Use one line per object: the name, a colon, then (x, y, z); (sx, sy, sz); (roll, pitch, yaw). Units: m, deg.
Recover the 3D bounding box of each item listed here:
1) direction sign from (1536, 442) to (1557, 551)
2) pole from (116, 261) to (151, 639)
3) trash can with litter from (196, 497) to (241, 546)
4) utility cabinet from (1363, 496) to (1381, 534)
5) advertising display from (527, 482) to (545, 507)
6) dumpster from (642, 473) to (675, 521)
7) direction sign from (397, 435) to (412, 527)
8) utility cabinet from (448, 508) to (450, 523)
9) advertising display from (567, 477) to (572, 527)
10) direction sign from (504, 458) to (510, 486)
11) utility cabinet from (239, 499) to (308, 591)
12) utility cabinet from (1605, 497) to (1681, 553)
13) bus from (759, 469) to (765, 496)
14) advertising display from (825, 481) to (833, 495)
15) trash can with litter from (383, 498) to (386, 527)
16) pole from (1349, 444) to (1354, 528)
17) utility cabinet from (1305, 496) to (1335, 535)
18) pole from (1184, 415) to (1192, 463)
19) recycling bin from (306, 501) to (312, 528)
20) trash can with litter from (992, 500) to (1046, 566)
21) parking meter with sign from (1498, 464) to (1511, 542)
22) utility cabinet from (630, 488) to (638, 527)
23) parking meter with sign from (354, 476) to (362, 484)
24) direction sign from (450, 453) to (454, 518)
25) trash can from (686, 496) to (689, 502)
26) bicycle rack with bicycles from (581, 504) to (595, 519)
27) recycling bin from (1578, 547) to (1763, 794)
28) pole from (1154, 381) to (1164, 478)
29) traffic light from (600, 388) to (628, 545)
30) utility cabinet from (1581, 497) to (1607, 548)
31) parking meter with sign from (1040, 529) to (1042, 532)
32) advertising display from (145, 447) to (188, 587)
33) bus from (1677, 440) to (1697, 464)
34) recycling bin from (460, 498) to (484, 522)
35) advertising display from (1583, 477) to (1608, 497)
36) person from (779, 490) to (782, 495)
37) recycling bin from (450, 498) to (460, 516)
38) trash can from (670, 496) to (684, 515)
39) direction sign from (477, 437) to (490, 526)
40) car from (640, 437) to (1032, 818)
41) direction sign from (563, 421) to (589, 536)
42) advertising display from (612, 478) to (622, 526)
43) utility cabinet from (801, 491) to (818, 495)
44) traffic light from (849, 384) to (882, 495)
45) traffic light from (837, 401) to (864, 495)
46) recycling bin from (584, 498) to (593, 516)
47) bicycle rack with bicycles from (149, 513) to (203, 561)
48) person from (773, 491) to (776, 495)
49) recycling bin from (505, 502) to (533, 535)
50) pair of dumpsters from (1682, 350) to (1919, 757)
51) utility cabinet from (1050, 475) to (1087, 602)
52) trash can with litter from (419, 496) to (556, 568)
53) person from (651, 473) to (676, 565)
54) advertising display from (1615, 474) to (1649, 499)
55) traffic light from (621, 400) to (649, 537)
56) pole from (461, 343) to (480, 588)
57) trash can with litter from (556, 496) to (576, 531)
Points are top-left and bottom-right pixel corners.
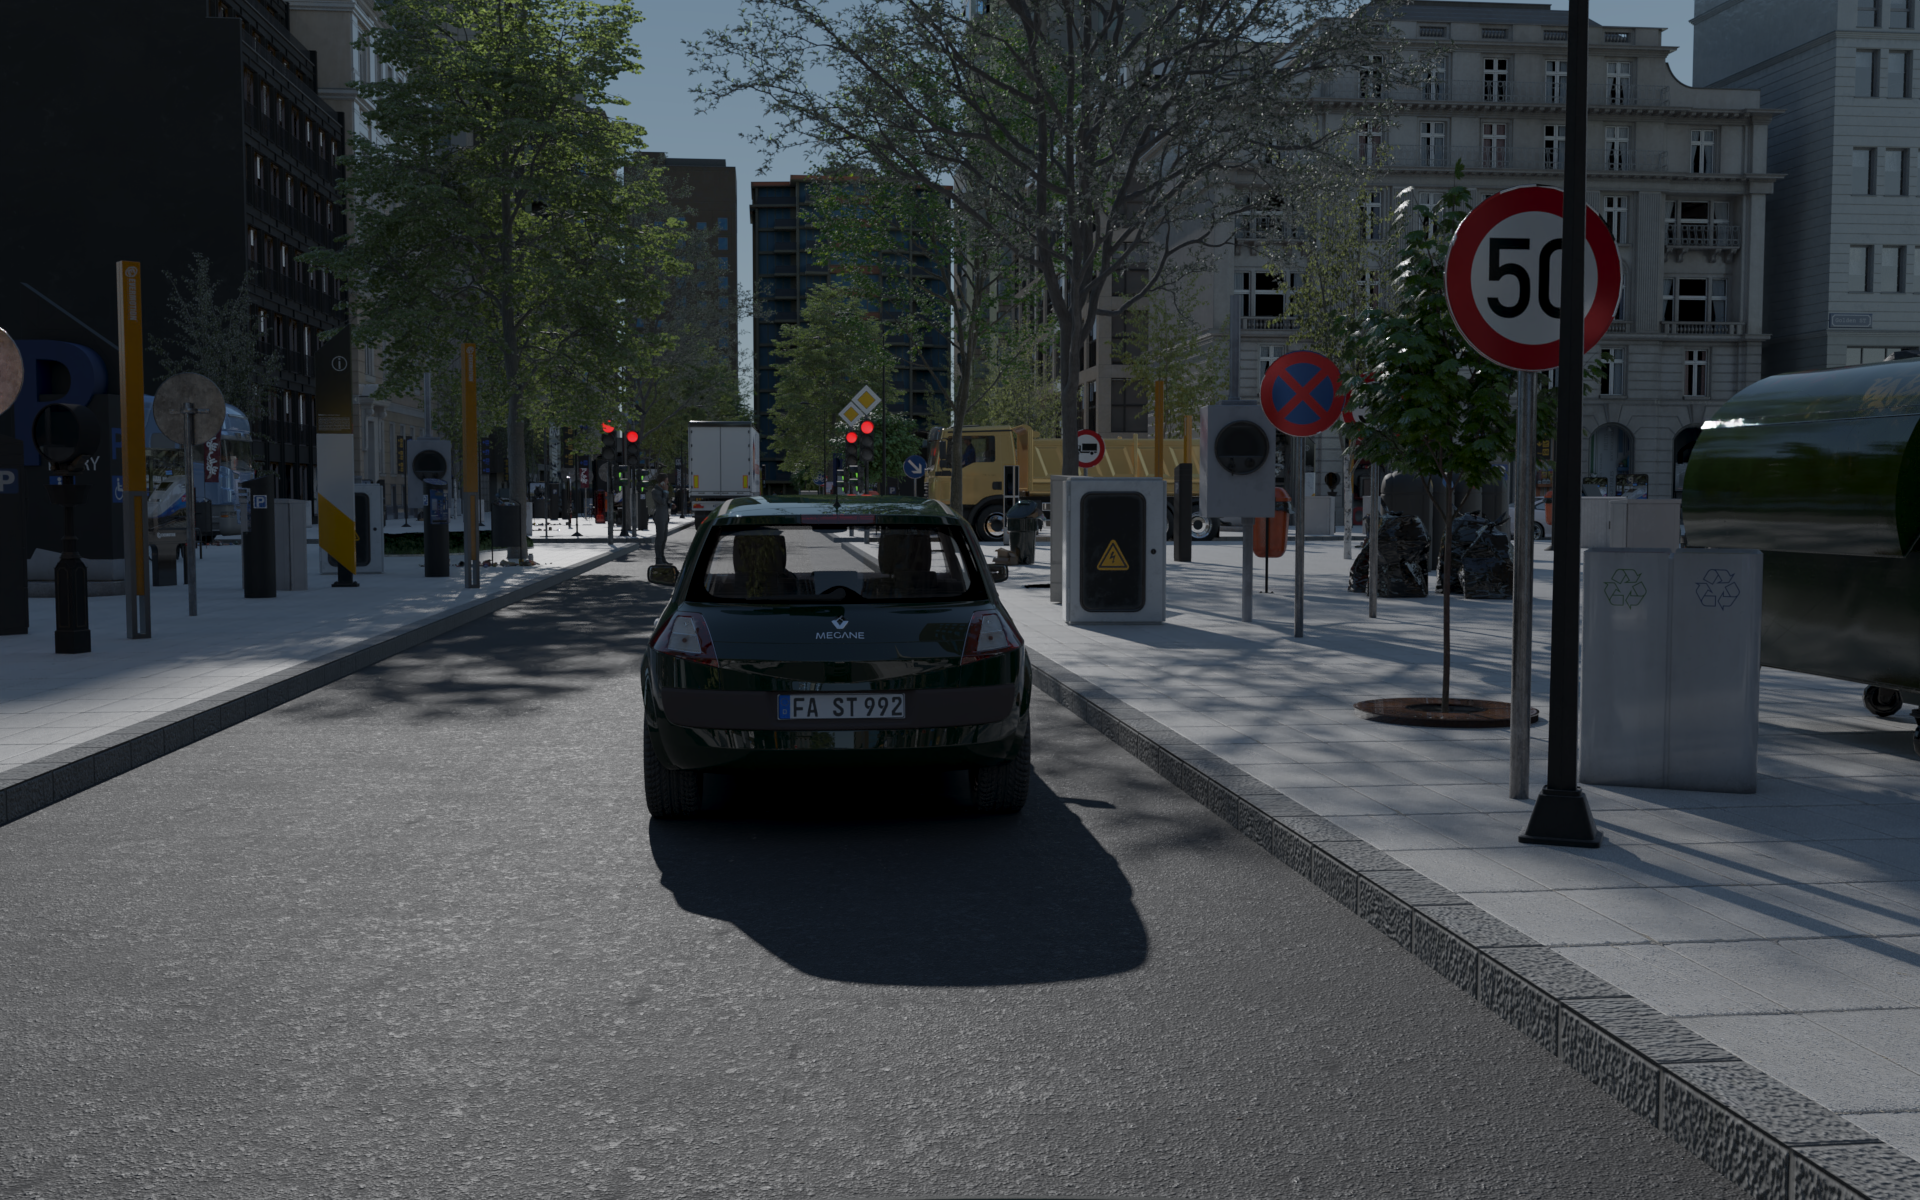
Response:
direction sign: (13.433, -2.883, 39.141); (0.876, 3.537, 0.379); (3, 5, 40)
pole: (-7.300, -1.312, 15.301); (0.158, 3.312, 0.155); (0, 3, 0)
trash can with litter: (-18.498, -1.957, 43.058); (2.233, 1.210, 1.678); (0, 4, -6)
utility cabinet: (13.285, -2.720, 55.627); (0.306, 1.237, 1.020); (3, 4, 38)
advertising display: (-22.994, -5.460, 94.486); (0.974, 1.923, 0.123); (0, 4, 4)
dumpster: (-13.852, -4.694, 79.242); (1.502, 2.255, 1.985); (0, 4, -6)
direction sign: (-21.567, -4.609, 67.353); (0.379, 3.537, 0.876); (1, 4, 21)
utility cabinet: (-22.908, -3.976, 76.168); (1.020, 1.237, 0.306); (2, 4, 25)
advertising display: (-15.090, -3.774, 66.924); (0.123, 1.923, 0.974); (-1, 4, -9)
direction sign: (-28.249, -7.135, 108.652); (0.379, 3.537, 0.876); (2, 4, 34)
utility cabinet: (-9.219, -0.741, 23.281); (1.020, 1.237, 0.306); (2, 4, 31)
utility cabinet: (8.988, -0.709, 22.749); (1.020, 1.237, 0.306); (-2, 4, -28)
bus: (-18.607, -9.821, 152.116); (2.896, 3.916, 12.252); (0, 4, -6)
advertising display: (-6.065, -4.829, 84.167); (0.974, 1.923, 0.123); (1, 4, 13)
trash can with litter: (-22.322, -3.321, 65.692); (1.055, 1.170, 0.624); (0, 4, 2)
pole: (14.715, -4.365, 65.203); (0.158, 3.312, 0.155); (0, 3, 0)
utility cabinet: (11.326, -2.665, 54.742); (1.020, 1.237, 0.306); (3, 5, 43)
pole: (5.913, -3.130, 45.016); (0.158, 3.312, 0.155); (0, 3, 0)
recycling bin: (-25.205, -3.268, 65.984); (0.722, 1.027, 0.722); (3, 5, 41)
trash can with litter: (1.053, -1.217, 31.277); (0.624, 1.170, 1.055); (2, 4, 32)
parking meter with sign: (10.684, -2.346, 34.611); (0.543, 3.016, 1.738); (0, 4, 6)
utility cabinet: (-12.640, -3.609, 67.679); (0.318, 1.500, 1.173); (-2, 4, -25)
parking meter with sign: (-25.263, -4.644, 72.188); (1.738, 3.016, 0.543); (-1, 4, -16)
direction sign: (-26.995, -6.085, 91.485); (0.876, 3.537, 0.379); (3, 5, 41)
trash can: (-18.067, -6.220, 113.354); (0.748, 1.137, 0.748); (0, 3, 0)
bicycle rack with bicycles: (-17.632, -4.616, 88.847); (2.925, 0.926, 2.852); (1, 4, 11)
recycling bin: (3.206, 0.289, 7.822); (0.722, 1.027, 0.722); (1, 4, 23)
pole: (3.595, -2.291, 31.302); (0.158, 3.312, 0.155); (0, 3, 0)
traffic light: (-8.838, -3.356, 43.790); (0.839, 4.253, 0.868); (0, 4, -6)
utility cabinet: (15.128, -1.812, 40.794); (1.020, 1.237, 0.306); (2, 4, 28)
parking meter with sign: (1.937, -3.841, 59.060); (1.738, 3.016, 0.543); (0, 4, -5)
advertising display: (-11.108, -1.157, 24.138); (0.123, 1.923, 0.974); (1, 4, 16)
bus: (28.148, -3.718, 52.331); (12.252, 3.916, 2.896); (0, 4, -8)
recycling bin: (-22.097, -4.044, 78.675); (0.722, 1.027, 0.722); (1, 4, 12)
advertising display: (24.134, -3.708, 65.840); (0.974, 1.923, 0.123); (-1, 4, -9)
person: (-16.810, -9.449, 163.008); (0.705, 1.821, 1.348); (0, 4, -7)
recycling bin: (-29.509, -5.408, 100.976); (0.722, 1.027, 0.722); (-2, 4, -27)
trash can: (-17.876, -5.880, 107.798); (0.748, 1.137, 0.748); (0, 3, 0)
direction sign: (-19.147, -4.714, 69.065); (0.876, 3.537, 0.379); (-3, 5, -41)
car: (-0.677, 0.041, 9.121); (2.009, 1.686, 4.222); (0, 4, -5)
direction sign: (-11.630, -3.701, 52.501); (0.379, 3.537, 0.876); (3, 5, 43)
advertising display: (-13.799, -3.970, 70.124); (0.123, 1.923, 0.974); (1, 4, 22)
utility cabinet: (-10.879, -7.115, 125.014); (1.173, 1.500, 0.318); (0, 4, 5)
traffic light: (-2.419, -3.401, 44.524); (0.839, 4.253, 0.868); (0, 4, -6)
traffic light: (-3.310, -3.886, 52.460); (0.839, 4.253, 0.868); (0, 4, -6)
recycling bin: (-22.072, -5.585, 103.868); (0.722, 1.027, 0.722); (-3, 5, -39)
bicycle rack with bicycles: (-15.782, -1.233, 33.537); (2.852, 0.926, 2.925); (0, 4, 3)
person: (-19.746, -10.668, 183.714); (1.217, 1.735, 0.721); (3, 4, 37)
recycling bin: (-13.834, -2.552, 54.274); (0.722, 1.027, 0.722); (-2, 4, -27)
pair of dumpsters: (5.150, -0.327, 7.838); (1.574, 2.255, 4.437); (0, 4, -7)
utility cabinet: (1.429, -0.736, 20.709); (0.318, 1.500, 1.173); (1, 4, 23)
trash can with litter: (-8.485, -1.215, 30.921); (2.233, 1.210, 1.678); (0, 4, -8)
person: (-5.881, -1.603, 34.516); (0.447, 1.846, 0.655); (0, 4, 5)
advertising display: (21.383, -3.054, 55.147); (0.974, 1.923, 0.123); (2, 4, 25)
traffic light: (-9.729, -3.841, 51.725); (0.839, 4.253, 0.868); (0, 4, -6)
pole: (-6.655, -1.816, 23.536); (0.158, 3.312, 0.155); (0, 3, 0)
trash can with litter: (-14.760, -2.995, 60.031); (2.233, 1.210, 1.678); (-3, 5, -42)
